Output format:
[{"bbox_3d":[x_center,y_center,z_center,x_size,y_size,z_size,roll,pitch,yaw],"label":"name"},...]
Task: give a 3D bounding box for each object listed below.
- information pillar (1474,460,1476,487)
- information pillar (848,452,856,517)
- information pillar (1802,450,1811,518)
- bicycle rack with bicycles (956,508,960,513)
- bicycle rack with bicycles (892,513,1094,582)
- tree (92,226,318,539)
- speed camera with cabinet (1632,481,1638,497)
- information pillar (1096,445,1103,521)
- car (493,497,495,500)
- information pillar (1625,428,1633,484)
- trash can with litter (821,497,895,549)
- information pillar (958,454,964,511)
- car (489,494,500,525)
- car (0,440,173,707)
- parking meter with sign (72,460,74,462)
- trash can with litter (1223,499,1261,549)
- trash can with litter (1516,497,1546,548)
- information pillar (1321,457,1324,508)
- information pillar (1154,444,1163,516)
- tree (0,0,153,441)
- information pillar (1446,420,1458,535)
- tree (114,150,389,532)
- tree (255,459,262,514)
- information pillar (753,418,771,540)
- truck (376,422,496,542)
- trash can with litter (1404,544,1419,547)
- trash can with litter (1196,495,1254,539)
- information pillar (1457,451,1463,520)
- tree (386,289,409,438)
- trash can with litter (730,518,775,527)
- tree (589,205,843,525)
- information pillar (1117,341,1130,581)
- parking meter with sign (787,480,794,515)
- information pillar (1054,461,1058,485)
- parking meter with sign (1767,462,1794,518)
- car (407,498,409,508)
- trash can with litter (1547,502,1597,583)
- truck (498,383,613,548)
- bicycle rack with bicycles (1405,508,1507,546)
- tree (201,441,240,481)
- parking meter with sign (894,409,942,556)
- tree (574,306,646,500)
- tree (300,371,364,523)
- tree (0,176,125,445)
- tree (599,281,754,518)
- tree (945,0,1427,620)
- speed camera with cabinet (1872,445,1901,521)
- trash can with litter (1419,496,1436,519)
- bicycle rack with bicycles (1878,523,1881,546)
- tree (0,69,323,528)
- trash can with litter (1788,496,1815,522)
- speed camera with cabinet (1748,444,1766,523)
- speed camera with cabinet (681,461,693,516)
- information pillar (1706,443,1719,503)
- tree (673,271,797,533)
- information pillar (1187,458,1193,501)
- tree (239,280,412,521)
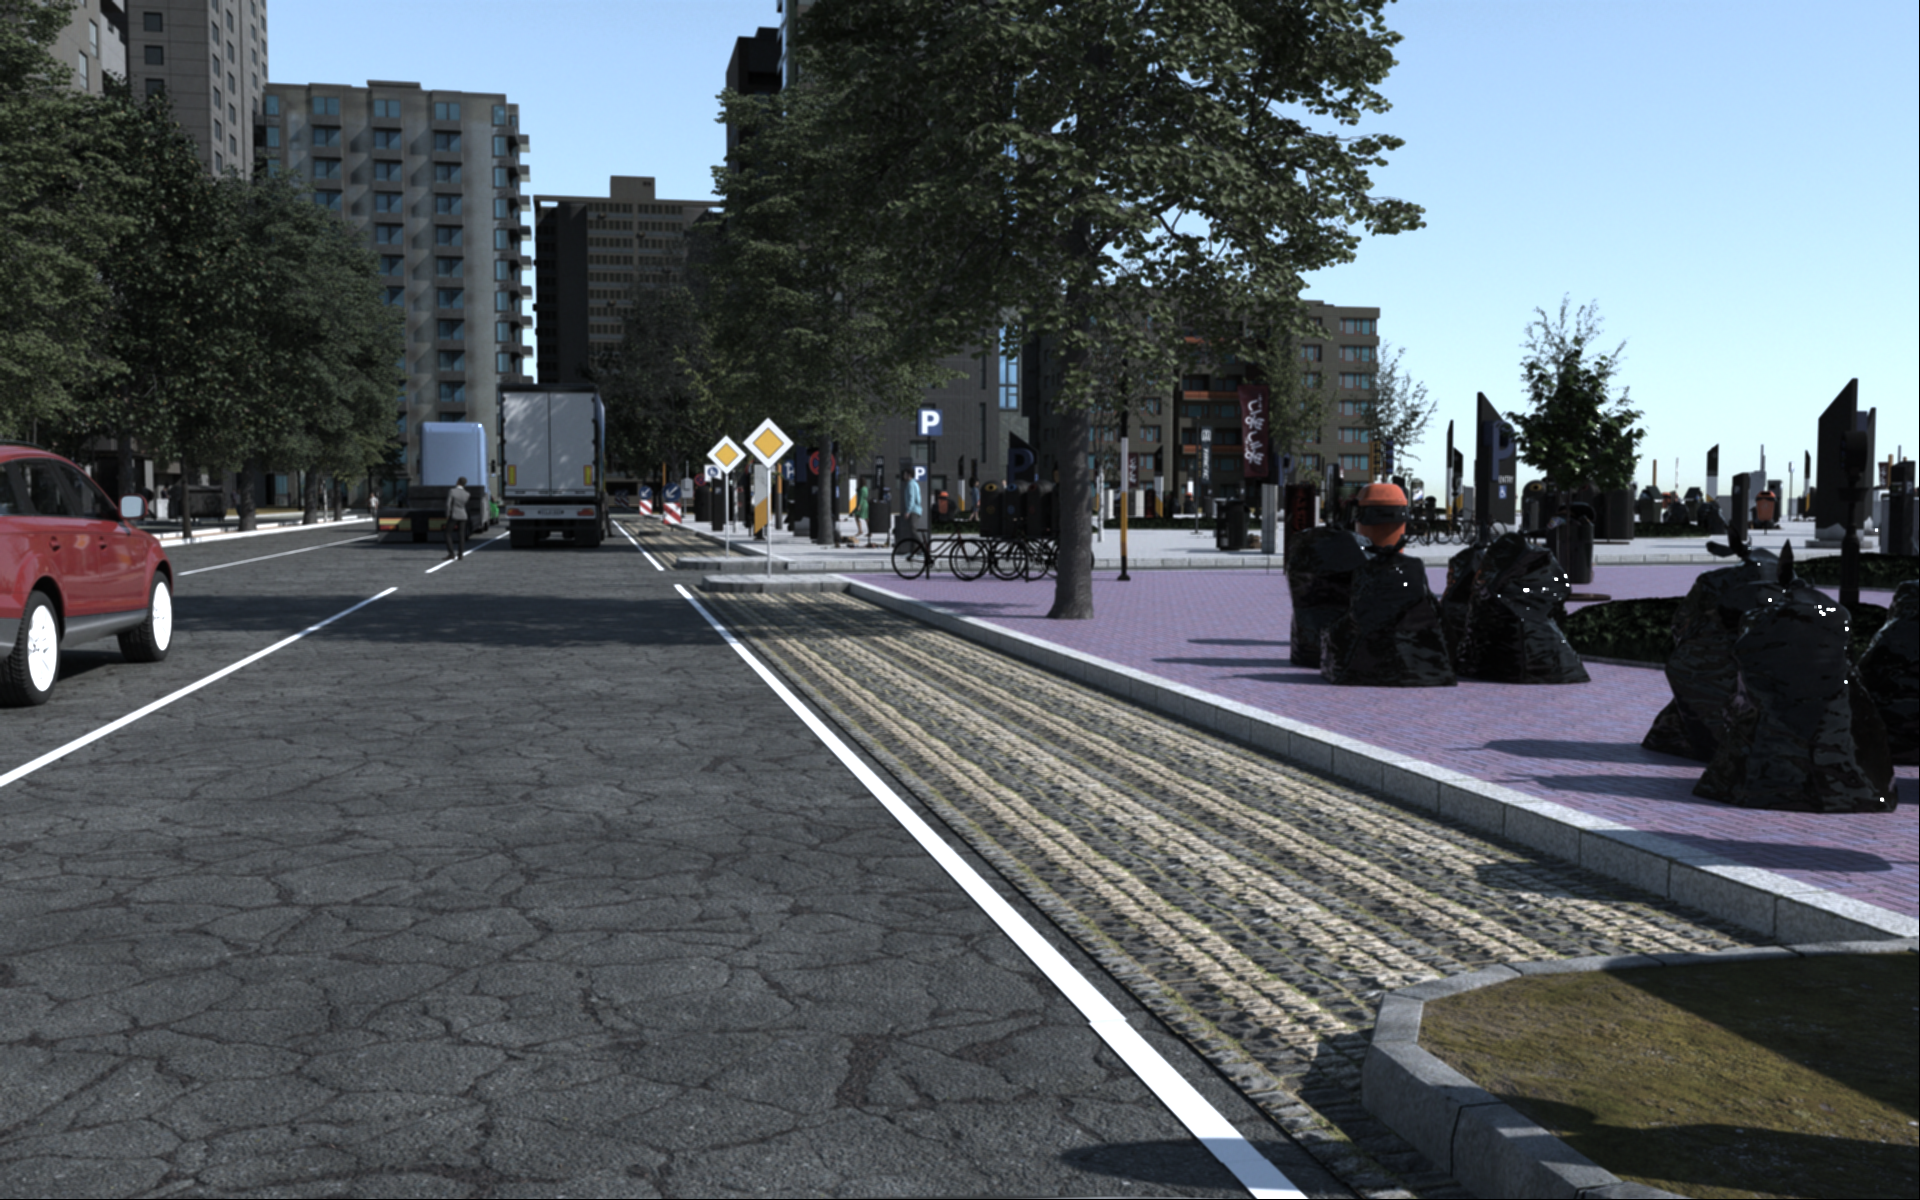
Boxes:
[{"bbox_3d":[35.259,-7.767,118.345,0.183,3.616,0.504,3,5,40],"label":"information pillar"},{"bbox_3d":[-6.018,-6.450,96.814,0.504,3.616,0.183,-3,5,-41],"label":"information pillar"},{"bbox_3d":[44.864,-6.140,91.741,0.183,3.616,0.504,0,4,4],"label":"information pillar"},{"bbox_3d":[-1.385,-4.124,80.812,2.852,0.926,2.925,2,4,24],"label":"bicycle rack with bicycles"},{"bbox_3d":[0.790,-0.782,26.173,2.925,0.926,2.852,2,4,35],"label":"bicycle rack with bicycles"},{"bbox_3d":[-24.685,-7.241,55.253,8.767,10.594,7.601,-1,4,-12],"label":"tree"},{"bbox_3d":[45.807,-7.679,119.880,2.038,3.252,0.660,-1,4,-8],"label":"speed camera with cabinet"},{"bbox_3d":[6.657,-5.567,82.381,0.183,3.616,0.504,2,4,35],"label":"information pillar"},{"bbox_3d":[-46.950,-9.924,171.048,1.959,1.807,4.718,-1,4,-13],"label":"car"},{"bbox_3d":[23.625,-4.287,61.445,0.183,3.616,0.504,-2,4,-33],"label":"information pillar"},{"bbox_3d":[-2.340,-1.853,41.357,2.233,1.210,1.678,-2,4,-24],"label":"trash can with litter"},{"bbox_3d":[0.081,-6.693,100.788,0.183,3.616,0.504,-2,4,-34],"label":"information pillar"},{"bbox_3d":[-22.525,-4.406,80.831,1.959,1.807,4.718,-1,4,-11],"label":"car"},{"bbox_3d":[-7.500,-0.266,13.028,2.281,1.827,5.304,-1,4,-11],"label":"car"},{"bbox_3d":[-37.257,-4.730,73.591,0.543,3.016,1.738,0,4,6],"label":"parking meter with sign"},{"bbox_3d":[6.582,-1.771,40.350,1.055,1.170,0.624,-3,5,-41],"label":"trash can with litter"},{"bbox_3d":[13.407,-1.846,41.246,1.678,1.210,2.233,2,4,35],"label":"trash can with litter"},{"bbox_3d":[22.179,-7.006,105.895,0.183,3.616,0.504,0,4,4],"label":"information pillar"},{"bbox_3d":[9.395,-5.533,81.826,0.183,3.616,0.504,-3,5,-43],"label":"information pillar"},{"bbox_3d":[-19.690,-6.882,33.112,7.486,12.596,7.792,0,3,0],"label":"tree"},{"bbox_3d":[15.490,-3.881,54.809,0.183,3.616,0.504,0,4,4],"label":"information pillar"},{"bbox_3d":[-26.887,-9.531,64.943,9.857,13.997,8.962,0,3,0],"label":"tree"},{"bbox_3d":[-45.411,-11.289,110.325,9.928,11.665,9.643,0,3,0],"label":"tree"},{"bbox_3d":[-5.502,-3.474,48.151,0.504,3.616,0.183,0,4,-8],"label":"information pillar"},{"bbox_3d":[-17.758,-4.256,59.343,2.967,4.110,18.799,-1,4,-13],"label":"truck"},{"bbox_3d":[10.036,-1.860,41.461,2.233,1.210,1.678,-1,4,-10],"label":"trash can with litter"},{"bbox_3d":[8.037,-2.406,50.388,1.678,1.210,2.233,-2,4,-26],"label":"trash can with litter"},{"bbox_3d":[24.617,-5.771,85.718,0.504,3.616,0.183,2,4,31],"label":"information pillar"},{"bbox_3d":[-29.067,-10.271,77.043,9.857,13.997,8.962,0,3,0],"label":"tree"},{"bbox_3d":[-8.024,-3.542,68.963,1.678,1.210,2.233,-3,4,-37],"label":"trash can with litter"},{"bbox_3d":[-10.040,-9.959,73.205,12.009,13.543,11.850,0,3,0],"label":"tree"},{"bbox_3d":[2.432,-2.095,25.609,0.183,3.616,0.504,0,4,7],"label":"information pillar"},{"bbox_3d":[-10.010,-6.564,103.587,0.543,3.016,1.738,-2,4,-27],"label":"parking meter with sign"},{"bbox_3d":[6.169,-7.240,109.722,0.183,3.616,0.504,-3,5,-39],"label":"information pillar"},{"bbox_3d":[44.584,-6.025,94.770,1.738,3.016,0.543,3,5,41],"label":"parking meter with sign"},{"bbox_3d":[-51.748,-9.368,165.167,2.014,1.417,4.499,-1,4,-14],"label":"car"},{"bbox_3d":[8.875,-0.836,25.054,0.624,1.170,1.055,2,4,25],"label":"trash can with litter"},{"bbox_3d":[-11.444,-3.709,49.555,2.839,4.237,11.283,-1,4,-10],"label":"truck"},{"bbox_3d":[12.012,-1.870,43.956,2.852,0.926,2.925,-2,4,-23],"label":"bicycle rack with bicycles"},{"bbox_3d":[-42.791,-10.881,96.038,7.486,12.596,7.792,0,3,0],"label":"tree"},{"bbox_3d":[-0.944,-2.455,36.393,0.543,3.016,1.738,-1,4,-22],"label":"parking meter with sign"},{"bbox_3d":[-32.665,-19.391,172.937,12.611,20.169,13.585,0,3,0],"label":"tree"},{"bbox_3d":[-31.045,-8.055,84.520,4.737,8.622,4.395,0,3,0],"label":"tree"},{"bbox_3d":[-21.524,-5.324,39.868,4.360,8.622,3.978,0,3,0],"label":"tree"},{"bbox_3d":[-15.556,-10.803,93.641,9.611,12.733,9.660,0,3,0],"label":"tree"},{"bbox_3d":[1.364,-6.103,17.907,7.486,12.596,7.792,0,3,0],"label":"tree"},{"bbox_3d":[37.433,-4.608,69.671,2.038,3.252,0.660,-1,4,-23],"label":"speed camera with cabinet"},{"bbox_3d":[26.264,-5.277,97.661,0.624,1.170,1.055,-2,4,-25],"label":"trash can with litter"},{"bbox_3d":[23.755,-1.758,42.121,2.852,0.926,2.925,0,4,7],"label":"bicycle rack with bicycles"},{"bbox_3d":[-22.628,-7.784,46.741,9.611,12.733,9.660,0,3,0],"label":"tree"},{"bbox_3d":[39.365,-4.258,80.679,1.678,1.210,2.233,-1,4,-11],"label":"trash can with litter"},{"bbox_3d":[31.979,-4.610,69.702,0.660,3.252,2.038,1,4,20],"label":"speed camera with cabinet"},{"bbox_3d":[-15.488,-6.623,102.618,2.038,3.252,0.660,-1,4,-15],"label":"speed camera with cabinet"},{"bbox_3d":[34.659,-5.408,79.772,0.504,3.616,0.183,2,4,29],"label":"information pillar"},{"bbox_3d":[-7.362,-6.502,56.674,4.737,8.622,4.395,0,3,0],"label":"tree"},{"bbox_3d":[15.039,-7.444,113.069,0.504,3.616,0.183,-3,5,-39],"label":"information pillar"},{"bbox_3d":[-32.658,-10.386,90.395,7.486,12.596,7.792,0,3,0],"label":"tree"}]
